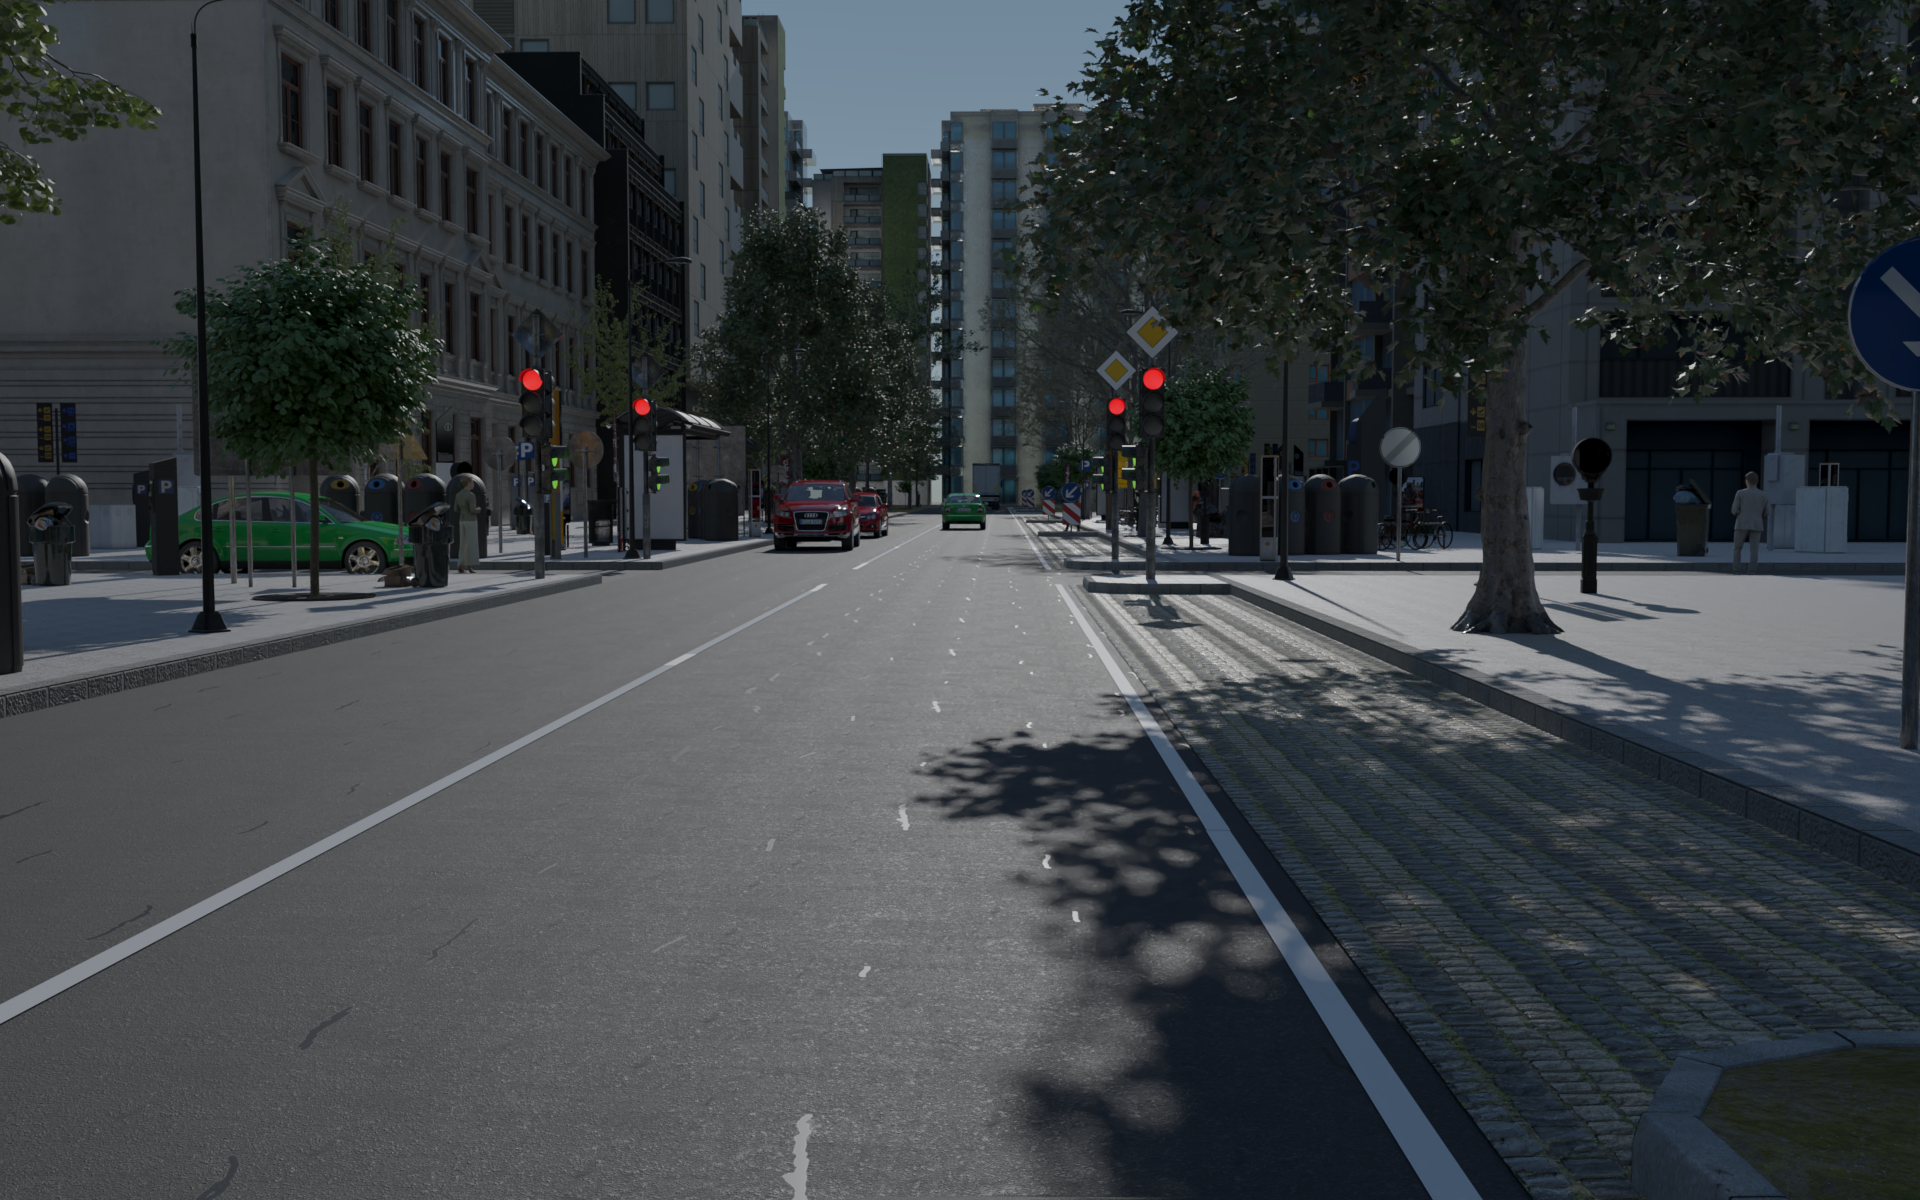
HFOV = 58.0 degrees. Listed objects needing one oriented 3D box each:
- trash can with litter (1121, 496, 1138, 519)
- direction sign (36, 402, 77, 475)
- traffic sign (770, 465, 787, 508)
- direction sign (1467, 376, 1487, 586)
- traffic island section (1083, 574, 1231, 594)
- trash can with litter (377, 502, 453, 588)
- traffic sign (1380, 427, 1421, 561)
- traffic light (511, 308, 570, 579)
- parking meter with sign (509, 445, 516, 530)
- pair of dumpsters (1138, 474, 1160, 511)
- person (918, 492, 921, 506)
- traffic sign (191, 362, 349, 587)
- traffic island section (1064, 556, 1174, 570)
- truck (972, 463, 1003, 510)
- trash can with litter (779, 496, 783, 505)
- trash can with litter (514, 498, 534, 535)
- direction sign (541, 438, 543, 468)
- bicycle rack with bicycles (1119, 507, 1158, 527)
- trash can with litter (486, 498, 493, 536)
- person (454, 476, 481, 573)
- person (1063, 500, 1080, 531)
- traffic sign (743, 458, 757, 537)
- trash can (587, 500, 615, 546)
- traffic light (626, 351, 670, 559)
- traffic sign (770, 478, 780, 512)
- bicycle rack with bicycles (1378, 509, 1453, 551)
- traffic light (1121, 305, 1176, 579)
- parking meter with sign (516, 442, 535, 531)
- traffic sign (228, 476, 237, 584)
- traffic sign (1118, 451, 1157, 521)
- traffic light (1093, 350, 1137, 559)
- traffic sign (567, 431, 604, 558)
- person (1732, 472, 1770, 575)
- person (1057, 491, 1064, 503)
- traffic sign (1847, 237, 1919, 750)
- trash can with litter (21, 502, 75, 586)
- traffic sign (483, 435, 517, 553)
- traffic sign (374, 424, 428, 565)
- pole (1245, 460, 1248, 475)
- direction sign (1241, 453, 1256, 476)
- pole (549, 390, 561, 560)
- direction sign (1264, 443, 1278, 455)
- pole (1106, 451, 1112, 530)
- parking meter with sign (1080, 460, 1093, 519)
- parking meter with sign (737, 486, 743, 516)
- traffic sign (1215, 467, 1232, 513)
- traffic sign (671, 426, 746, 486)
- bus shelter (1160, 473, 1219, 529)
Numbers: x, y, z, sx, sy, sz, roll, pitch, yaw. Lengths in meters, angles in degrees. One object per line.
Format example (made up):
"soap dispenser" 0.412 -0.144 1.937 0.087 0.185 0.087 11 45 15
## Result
"trash can with litter" 8.728 -4.794 89.768 1.055 1.170 0.624 3 5 39
"direction sign" -22.359 -3.116 42.943 0.876 3.537 0.379 -1 4 -16
"traffic sign" -7.894 -4.584 75.054 0.768 2.556 0.104 0 4 6
"direction sign" 7.383 -1.965 24.130 0.876 3.537 0.379 -2 4 -30
"traffic island section" 2.892 -0.233 26.087 2.009 0.180 2.903 0 4 1
"trash can with litter" -7.525 -0.763 23.857 1.055 1.170 0.624 1 4 13
"traffic sign" 8.407 -2.021 33.143 0.768 2.556 0.104 0 4 8
"traffic light" -6.357 -2.278 26.166 0.839 4.253 0.868 0 4 1
"parking meter with sign" -15.943 -4.037 62.271 0.543 3.016 1.738 -1 4 -20
"pair of dumpsters" 9.449 -4.899 82.599 1.574 2.255 4.437 0 4 1
"person" -4.542 -11.136 191.498 0.530 1.710 0.541 0 4 4
"traffic sign" -9.457 -1.826 23.731 2.265 3.308 0.079 0 4 8
"traffic island section" 3.072 -0.721 34.070 2.009 0.180 2.903 0 4 1
"truck" 2.529 -10.612 162.412 2.839 4.237 11.283 0 4 2
"trash can with litter" -11.049 -5.761 105.573 0.624 1.170 1.055 0 4 5
"trash can with litter" -13.532 -2.645 54.626 1.055 1.170 0.624 1 4 13
"direction sign" -16.533 -4.713 69.049 0.379 3.537 0.876 3 4 36
"bicycle rack with bicycles" 7.439 -3.403 69.019 2.925 0.926 2.852 3 4 38
"trash can with litter" -14.711 -2.507 52.383 1.055 1.170 0.624 -2 4 -29
"person" -8.876 -1.364 31.352 0.519 1.759 0.362 2 4 34
"person" 4.043 -3.351 63.064 0.755 1.850 0.659 2 4 28
"traffic sign" -6.489 -3.110 52.026 0.795 2.450 0.064 0 4 2
"trash can" -8.903 -1.912 42.914 0.748 1.137 0.748 0 3 0
"traffic light" -6.177 -2.766 34.149 0.839 4.253 0.868 0 4 1
"traffic sign" -8.739 -5.031 82.253 0.884 2.594 0.081 0 4 6
"bicycle rack with bicycles" 10.256 -1.657 40.479 2.925 0.926 2.852 -1 4 -20
"traffic light" 2.852 -2.266 25.974 0.839 4.253 0.868 0 4 1
"parking meter with sign" -14.442 -3.819 58.700 0.543 3.016 1.738 0 4 1
"traffic sign" -10.415 -1.508 24.767 0.768 2.556 0.104 1 4 9
"traffic sign" 7.950 -5.252 79.735 2.265 3.308 0.079 1 4 11
"traffic light" 3.033 -2.754 33.957 0.839 4.253 0.868 0 4 1
"traffic sign" -7.537 -2.123 34.817 0.768 2.556 0.104 0 4 7
"person" 13.204 -1.243 29.031 0.606 1.804 0.583 0 4 3
"person" 11.144 -11.167 191.617 0.750 1.759 0.617 0 4 4
"traffic sign" 4.784 -0.523 8.653 0.768 2.556 0.104 0 4 4
"trash can with litter" -12.949 -0.792 24.343 1.055 1.170 0.624 2 4 30
"traffic sign" -9.989 -2.293 37.596 0.768 2.556 0.104 1 4 10
"traffic sign" -8.635 -1.633 26.707 0.884 2.594 0.081 1 4 9
"pole" 15.241 -6.012 92.143 0.158 3.312 0.155 0 3 0
"direction sign" 15.985 -6.360 95.982 0.876 3.537 0.379 3 5 39
"pole" -7.941 -2.452 33.928 0.158 3.312 0.155 0 3 0
"direction sign" 13.940 -5.242 77.696 0.876 3.537 0.379 -3 4 -37
"pole" 5.329 -4.173 62.075 0.158 3.312 0.155 0 3 0
"parking meter with sign" 6.600 -5.728 89.908 0.543 3.016 1.738 1 4 10
"parking meter with sign" -13.021 -6.442 101.593 1.738 3.016 0.543 -1 4 -15
"traffic sign" 8.705 -3.539 57.971 0.768 2.556 0.104 0 4 5
"traffic sign" -7.533 -3.544 51.812 2.265 3.308 0.079 0 4 5
"bus shelter" 8.093 -4.117 61.239 2.014 3.302 5.546 0 4 1
